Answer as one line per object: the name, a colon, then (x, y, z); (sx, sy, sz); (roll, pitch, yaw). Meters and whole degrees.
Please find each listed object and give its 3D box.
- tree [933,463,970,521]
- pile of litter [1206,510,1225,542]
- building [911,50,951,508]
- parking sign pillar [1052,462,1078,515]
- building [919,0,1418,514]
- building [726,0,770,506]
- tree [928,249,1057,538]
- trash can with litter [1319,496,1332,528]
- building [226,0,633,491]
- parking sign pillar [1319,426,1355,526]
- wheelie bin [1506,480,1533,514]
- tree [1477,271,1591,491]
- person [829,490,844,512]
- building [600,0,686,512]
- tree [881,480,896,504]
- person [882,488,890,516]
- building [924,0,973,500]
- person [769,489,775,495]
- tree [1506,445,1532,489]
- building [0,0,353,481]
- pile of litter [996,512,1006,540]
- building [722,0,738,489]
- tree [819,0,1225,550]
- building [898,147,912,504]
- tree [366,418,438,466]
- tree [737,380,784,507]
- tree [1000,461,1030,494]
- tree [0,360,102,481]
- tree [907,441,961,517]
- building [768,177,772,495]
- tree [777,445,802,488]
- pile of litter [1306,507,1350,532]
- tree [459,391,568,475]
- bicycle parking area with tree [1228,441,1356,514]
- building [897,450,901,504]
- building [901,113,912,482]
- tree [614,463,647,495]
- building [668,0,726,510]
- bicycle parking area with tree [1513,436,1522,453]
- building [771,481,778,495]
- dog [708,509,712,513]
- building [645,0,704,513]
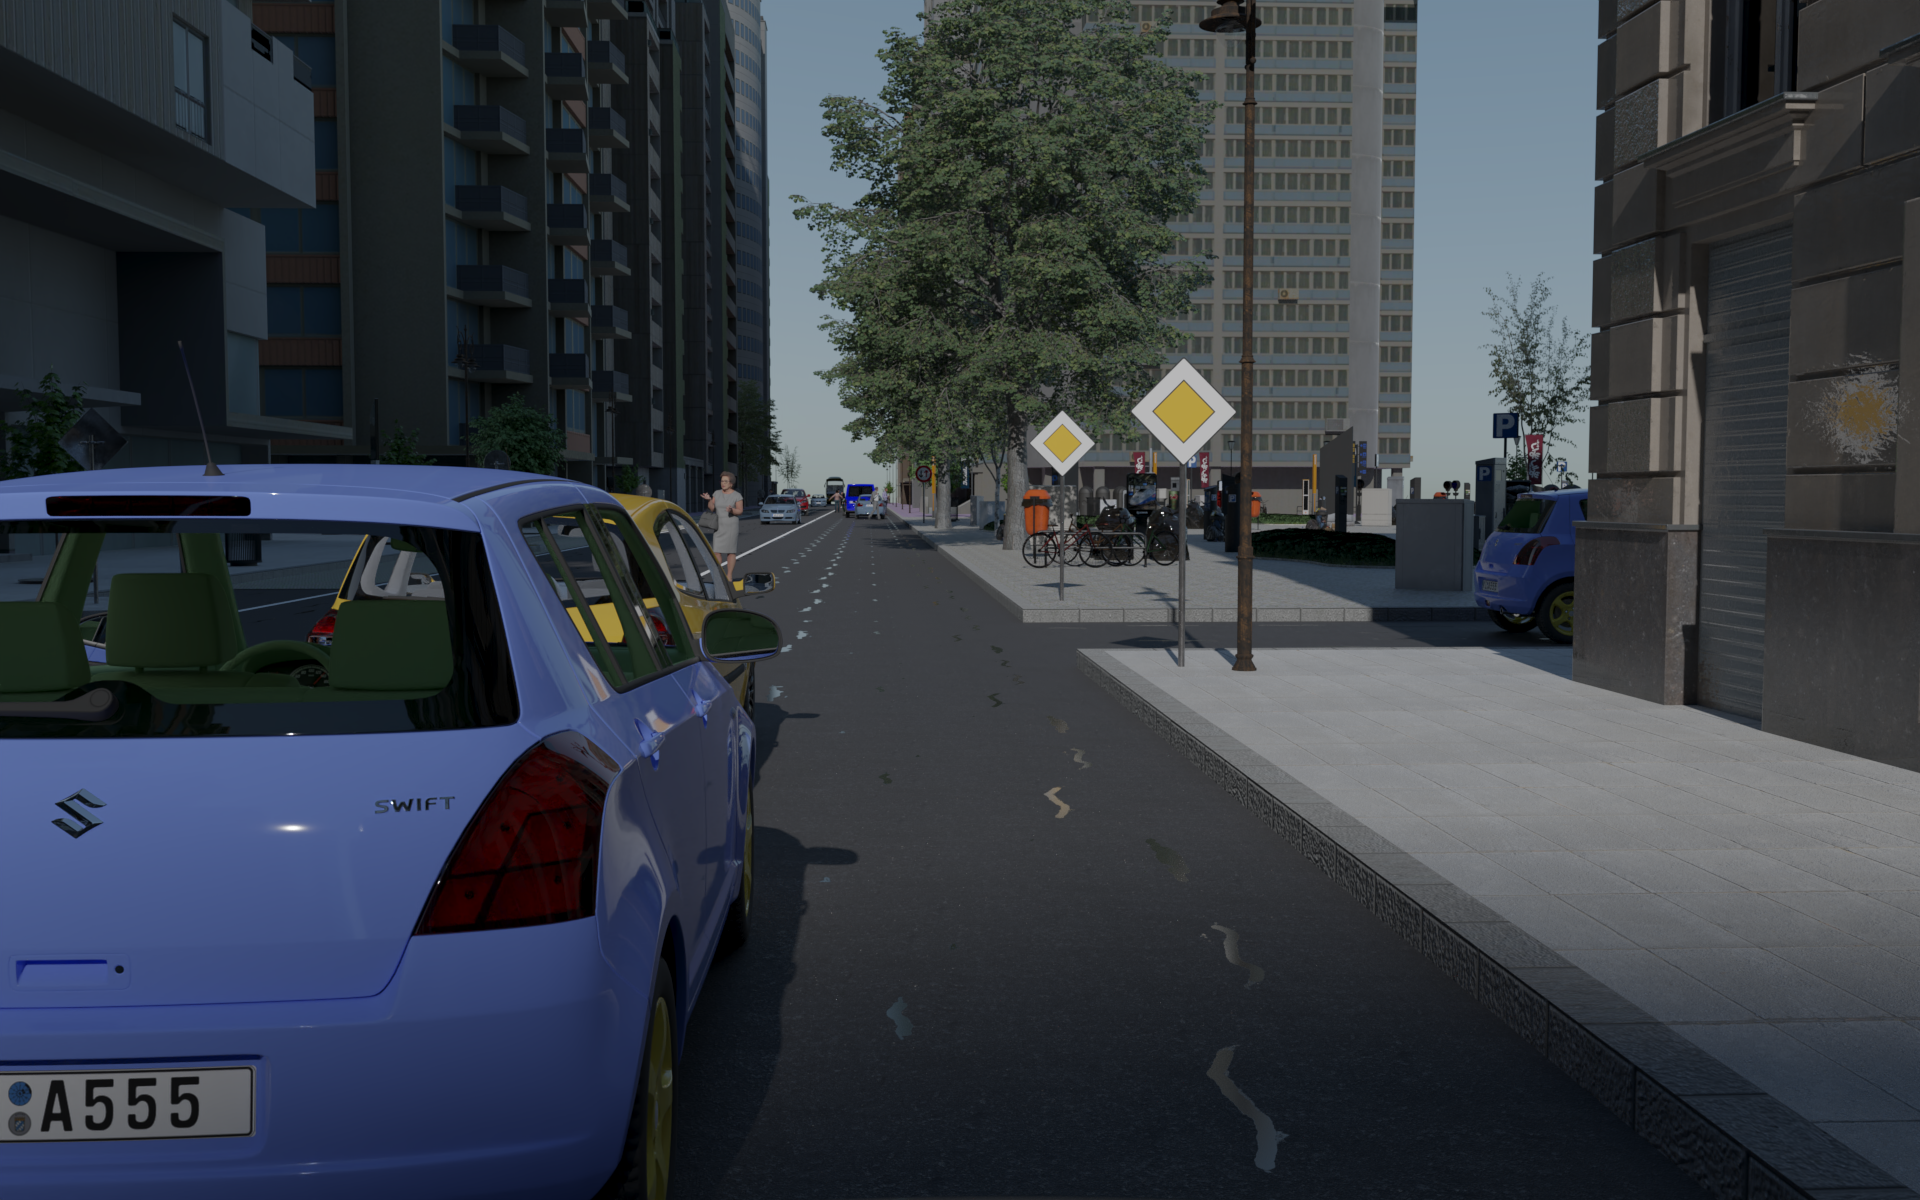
tree: (-0.620, -5.457, 83.827); (1.663, 3.219, 1.824); (0, 3, 0)
pile of litter: (7.231, -2.019, 46.972); (1.176, 0.858, 1.719); (2, 4, 32)
building: (2.407, -29.374, 163.852); (14.154, 41.232, 14.086); (0, 4, -3)
parking sign pillar: (4.681, -5.427, 77.204); (1.447, 3.967, 1.447); (-3, 5, -42)
building: (13.519, -26.046, 117.740); (32.217, 40.220, 23.993); (0, 4, -3)
building: (-32.605, -39.757, 192.027); (21.231, 58.520, 28.212); (0, 4, -3)
tree: (1.048, -6.097, 50.045); (4.360, 8.622, 3.978); (0, 3, 0)
trash can with litter: (13.767, -3.328, 65.476); (1.678, 1.210, 2.233); (0, 4, 7)
building: (-26.412, -25.669, 74.307); (22.147, 44.769, 28.867); (0, 4, -3)
parking sign pillar: (15.056, -4.938, 69.207); (1.447, 3.967, 1.447); (2, 4, 26)
wheelie bin: (12.490, -1.894, 38.867); (0.980, 1.594, 0.693); (1, 4, 12)
tree: (18.974, -6.526, 57.055); (4.360, 8.622, 3.978); (0, 3, 0)
person: (-9.583, -7.678, 134.745); (1.217, 1.736, 0.721); (-1, 4, -16)
building: (-24.113, -20.211, 102.151); (14.160, 30.474, 14.107); (0, 4, -3)
tree: (-10.282, -15.718, 251.595); (1.663, 3.219, 1.824); (0, 3, 0)
person: (-4.816, -6.475, 114.230); (0.599, 1.838, 0.709); (1, 4, 22)
building: (10.850, -33.868, 142.987); (28.713, 52.752, 27.495); (0, 4, -3)
person: (-13.012, -6.742, 119.186); (0.568, 1.767, 0.683); (-2, 4, -29)
tree: (21.734, -4.477, 67.792); (1.663, 3.219, 1.824); (0, 3, 0)
building: (-29.438, -27.095, 32.235); (28.713, 52.752, 27.495); (0, 4, -3)
pile of litter: (1.661, -2.107, 48.414); (1.176, 0.858, 1.719); (3, 5, 41)
building: (-31.395, -32.439, 154.077); (21.300, 48.544, 21.600); (0, 4, -3)
tree: (1.199, -8.126, 39.522); (9.857, 13.997, 8.962); (0, 3, 0)
building: (-0.821, -34.798, 219.064); (14.600, 45.320, 14.200); (0, 4, -3)
tree: (-14.314, -3.029, 44.124); (1.663, 3.219, 1.824); (0, 3, 0)
tree: (-21.187, -15.489, 171.374); (7.486, 12.596, 7.792); (0, 3, 0)
tree: (2.660, -5.729, 88.273); (1.663, 3.219, 1.824); (0, 3, 0)
tree: (-13.038, -1.869, 25.159); (1.663, 3.219, 1.824); (0, 3, 0)
tree: (-1.153, -6.919, 96.834); (4.285, 4.588, 4.351); (0, 3, 0)
building: (-30.830, -32.428, 213.786); (14.154, 41.232, 14.086); (0, 4, -3)
tree: (-24.727, -18.421, 251.539); (4.360, 8.622, 3.978); (0, 3, 0)
pile of litter: (12.179, -2.659, 57.439); (1.719, 0.858, 1.176); (-1, 4, -11)
tree: (-14.176, -4.372, 55.191); (4.285, 4.588, 4.351); (0, 3, 0)
bicycle parking area with tree: (17.210, -6.511, 93.451); (8.231, 4.147, 9.016); (1, 4, 11)
building: (5.242, -24.257, 241.648); (27.650, 21.520, 28.899); (0, 4, -3)
building: (4.444, -33.179, 197.100); (22.147, 44.769, 28.867); (0, 4, -3)
tree: (-17.914, -6.019, 93.008); (1.663, 3.219, 1.824); (0, 3, 0)
building: (-26.006, -27.716, 136.749); (14.154, 41.232, 14.086); (0, 4, -3)
bicycle parking area with tree: (29.876, -6.014, 85.328); (8.231, 4.147, 9.016); (0, 4, 8)
building: (-40.988, -33.062, 232.445); (32.217, 40.220, 23.993); (0, 4, -3)
dog: (-13.251, -4.548, 91.195); (0.513, 0.831, 0.800); (-1, 4, -21)
building: (-28.507, -41.597, 118.364); (20.563, 71.187, 20.611); (0, 4, -3)
